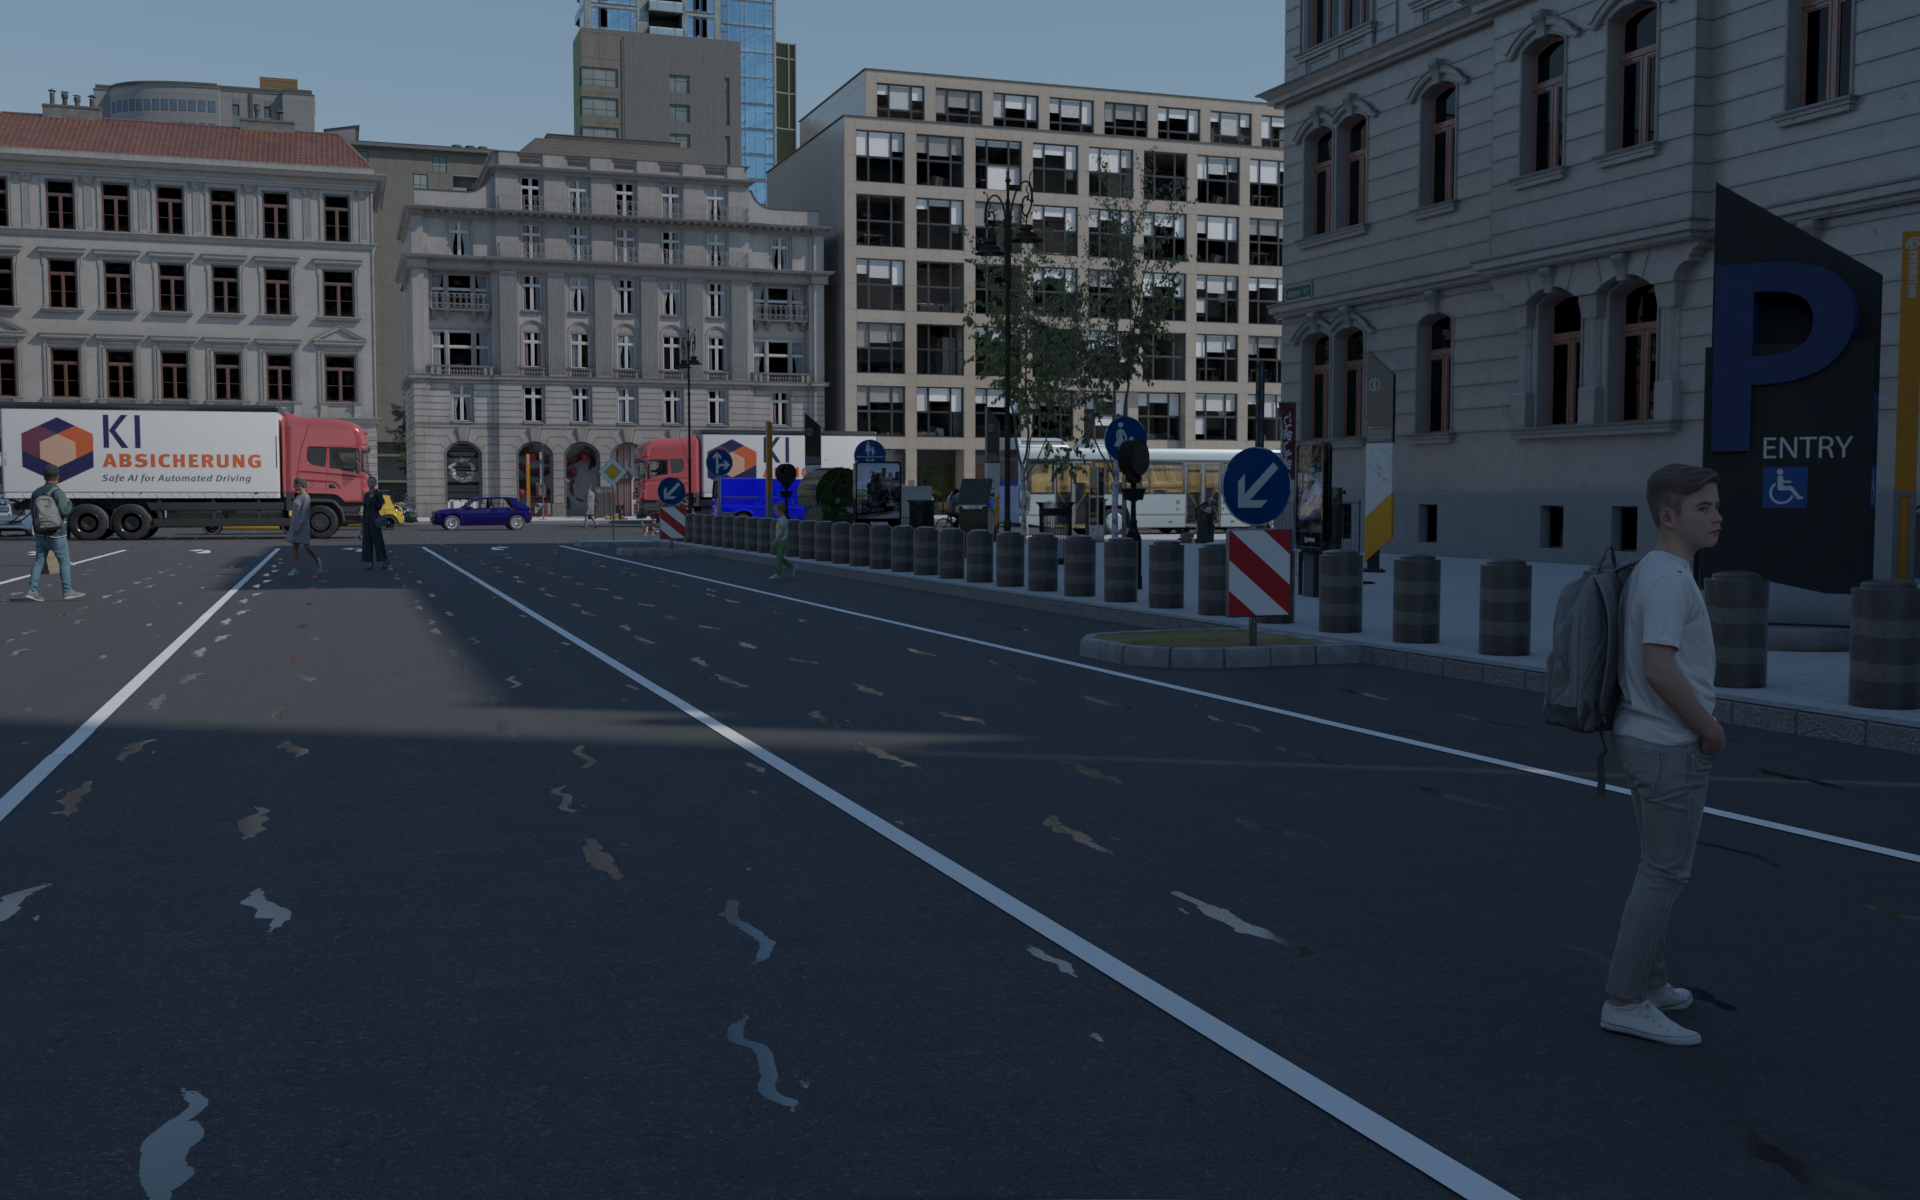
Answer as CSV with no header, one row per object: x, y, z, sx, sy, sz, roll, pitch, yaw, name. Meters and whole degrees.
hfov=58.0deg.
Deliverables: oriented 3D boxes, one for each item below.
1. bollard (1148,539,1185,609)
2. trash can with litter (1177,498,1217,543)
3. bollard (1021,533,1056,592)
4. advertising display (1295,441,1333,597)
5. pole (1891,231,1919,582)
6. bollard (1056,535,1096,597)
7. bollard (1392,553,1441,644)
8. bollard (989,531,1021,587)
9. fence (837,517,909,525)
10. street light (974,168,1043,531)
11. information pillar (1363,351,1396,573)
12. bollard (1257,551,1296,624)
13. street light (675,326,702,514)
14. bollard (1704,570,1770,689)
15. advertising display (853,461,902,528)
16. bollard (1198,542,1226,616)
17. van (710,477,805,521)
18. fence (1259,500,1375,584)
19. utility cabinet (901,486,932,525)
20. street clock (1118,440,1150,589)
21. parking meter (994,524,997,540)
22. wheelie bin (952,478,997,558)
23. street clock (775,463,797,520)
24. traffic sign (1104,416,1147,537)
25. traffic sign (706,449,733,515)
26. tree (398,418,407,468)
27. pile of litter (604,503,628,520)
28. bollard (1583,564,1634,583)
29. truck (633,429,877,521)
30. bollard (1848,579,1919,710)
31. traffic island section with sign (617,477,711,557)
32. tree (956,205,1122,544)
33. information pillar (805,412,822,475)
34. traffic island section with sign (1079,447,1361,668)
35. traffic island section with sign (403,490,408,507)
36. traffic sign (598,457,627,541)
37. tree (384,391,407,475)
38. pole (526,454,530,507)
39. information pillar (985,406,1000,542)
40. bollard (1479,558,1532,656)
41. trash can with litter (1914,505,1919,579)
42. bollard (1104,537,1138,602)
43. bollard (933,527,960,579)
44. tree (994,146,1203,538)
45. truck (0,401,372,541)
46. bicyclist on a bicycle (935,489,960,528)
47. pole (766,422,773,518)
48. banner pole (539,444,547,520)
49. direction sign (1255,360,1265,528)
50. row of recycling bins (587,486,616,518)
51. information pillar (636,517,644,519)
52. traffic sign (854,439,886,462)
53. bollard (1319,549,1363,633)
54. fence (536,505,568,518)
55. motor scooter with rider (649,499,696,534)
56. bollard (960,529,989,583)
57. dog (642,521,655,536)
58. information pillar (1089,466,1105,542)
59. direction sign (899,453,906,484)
2.328,-0.294,19.532,0.404,0.777,0.398,0,3,0,bollard
6.146,-2.058,45.037,1.055,1.170,0.624,2,4,34,trash can with litter
1.099,-0.503,22.934,0.404,0.777,0.398,0,3,0,bollard
4.406,-1.003,21.611,0.123,1.923,0.974,-1,4,-9,advertising display
7.417,-1.206,13.568,0.158,3.312,0.155,0,3,0,pole
1.509,-0.433,21.803,0.404,0.777,0.398,0,3,0,bollard
3.957,-0.017,15.002,0.404,0.777,0.398,0,3,0,bollard
0.699,-0.572,24.067,0.404,0.777,0.398,0,3,0,bollard
-2.176,-1.781,44.487,2.069,0.683,0.278,-1,4,-14,fence
0.686,-3.190,24.949,0.468,5.910,1.993,-1,4,-20,street light
6.838,-2.256,28.241,0.504,3.616,0.183,3,5,41,information pillar
3.138,-0.156,17.268,0.404,0.777,0.398,0,3,0,bollard
-7.487,-4.595,47.912,0.468,5.910,1.993,-1,4,-20,street light
5.189,0.191,11.588,0.404,0.777,0.398,0,3,0,bollard
-1.614,-1.753,33.878,0.974,1.923,0.123,-2,4,-24,advertising display
2.732,-0.225,18.400,0.404,0.777,0.398,0,3,0,bollard
-6.925,-3.815,66.755,5.245,2.365,2.240,-1,4,-18,van
5.120,-0.875,25.510,0.480,1.192,2.264,-2,4,-32,fence
-1.381,-2.407,48.029,1.173,1.500,0.318,-2,4,-23,utility cabinet
2.331,-1.145,23.291,0.358,2.002,0.471,3,4,37,street clock
0.855,-2.428,48.110,0.372,1.533,0.369,0,3,0,parking meter
0.318,-1.647,34.829,0.980,1.594,0.693,1,4,17,wheelie bin
-4.121,-2.233,41.083,0.471,2.002,0.358,-3,5,-41,street clock
2.699,-1.734,28.449,0.768,2.556,0.104,-1,4,-19,traffic sign
-6.824,-2.997,49.109,0.768,2.556,0.104,-1,4,-17,traffic sign
-41.176,-13.788,142.436,9.611,12.733,9.660,0,3,0,tree
-17.741,-4.610,89.336,1.176,0.858,1.719,-1,4,-14,pile of litter
4.780,0.122,12.723,0.404,0.777,0.398,0,3,0,bollard
-9.416,-5.381,76.892,11.283,4.237,2.839,-1,4,-19,truck
5.595,0.261,10.455,0.404,0.777,0.398,0,3,0,bollard
-7.018,-1.963,40.729,1.989,1.847,2.006,-1,4,-20,traffic island section with sign
1.723,-5.729,44.034,4.737,8.622,4.395,0,3,0,tree
-4.215,-3.561,49.578,0.504,3.616,0.183,1,4,9,information pillar
2.140,-0.405,15.252,1.989,1.847,2.006,-1,4,-20,traffic island section with sign
-61.112,-11.147,190.874,1.989,1.847,2.006,-1,4,-20,traffic island section with sign
-9.538,-2.688,47.595,0.795,2.450,0.064,-1,4,-20,traffic sign
-54.642,-16.773,180.893,9.857,13.997,8.962,0,3,0,tree
-21.967,-5.765,88.094,0.158,3.312,0.155,0,3,0,pole
0.858,-3.373,46.504,0.504,3.616,0.183,-3,5,-42,information pillar
4.366,0.052,13.865,0.404,0.777,0.398,0,3,0,bollard
10.983,-0.473,18.784,1.678,1.210,2.233,-3,5,-41,trash can with litter
1.919,-0.364,20.663,0.404,0.777,0.398,0,3,0,bollard
-0.125,-0.711,26.338,0.404,0.777,0.398,0,3,0,bollard
3.156,-5.288,36.822,4.360,8.622,3.978,0,3,0,tree
-24.009,-4.053,55.185,11.283,4.237,2.839,-1,4,-18,truck
-0.084,-2.972,58.616,1.625,1.676,1.499,-1,4,-19,bicyclist on a bicycle
-5.386,-3.369,48.921,0.158,3.312,0.155,0,3,0,pole
-20.825,-5.884,86.221,0.401,3.779,0.863,0,4,-1,banner pole
5.131,-2.305,29.691,0.379,3.537,0.876,0,4,2,direction sign
-19.486,-5.340,94.428,1.069,1.692,3.534,0,4,3,row of recycling bins
-16.493,-5.180,89.191,0.304,2.012,0.304,1,4,19,information pillar
-2.106,-2.467,40.442,0.768,2.556,0.104,-1,4,-14,traffic sign
3.550,-0.087,16.139,0.404,0.777,0.398,0,3,0,bollard
-22.203,-4.839,94.497,0.278,0.683,2.069,3,5,42,fence
-10.304,-3.298,62.888,1.986,1.779,0.876,-1,4,-19,motor scooter with rider
0.289,-0.641,25.197,0.404,0.777,0.398,0,3,0,bollard
-10.551,-2.409,58.673,0.406,0.507,0.540,0,4,-2,dog
3.637,-2.543,46.073,0.304,2.012,0.304,3,5,41,information pillar
-3.177,-6.359,95.959,0.379,3.537,0.876,-2,4,-24,direction sign
